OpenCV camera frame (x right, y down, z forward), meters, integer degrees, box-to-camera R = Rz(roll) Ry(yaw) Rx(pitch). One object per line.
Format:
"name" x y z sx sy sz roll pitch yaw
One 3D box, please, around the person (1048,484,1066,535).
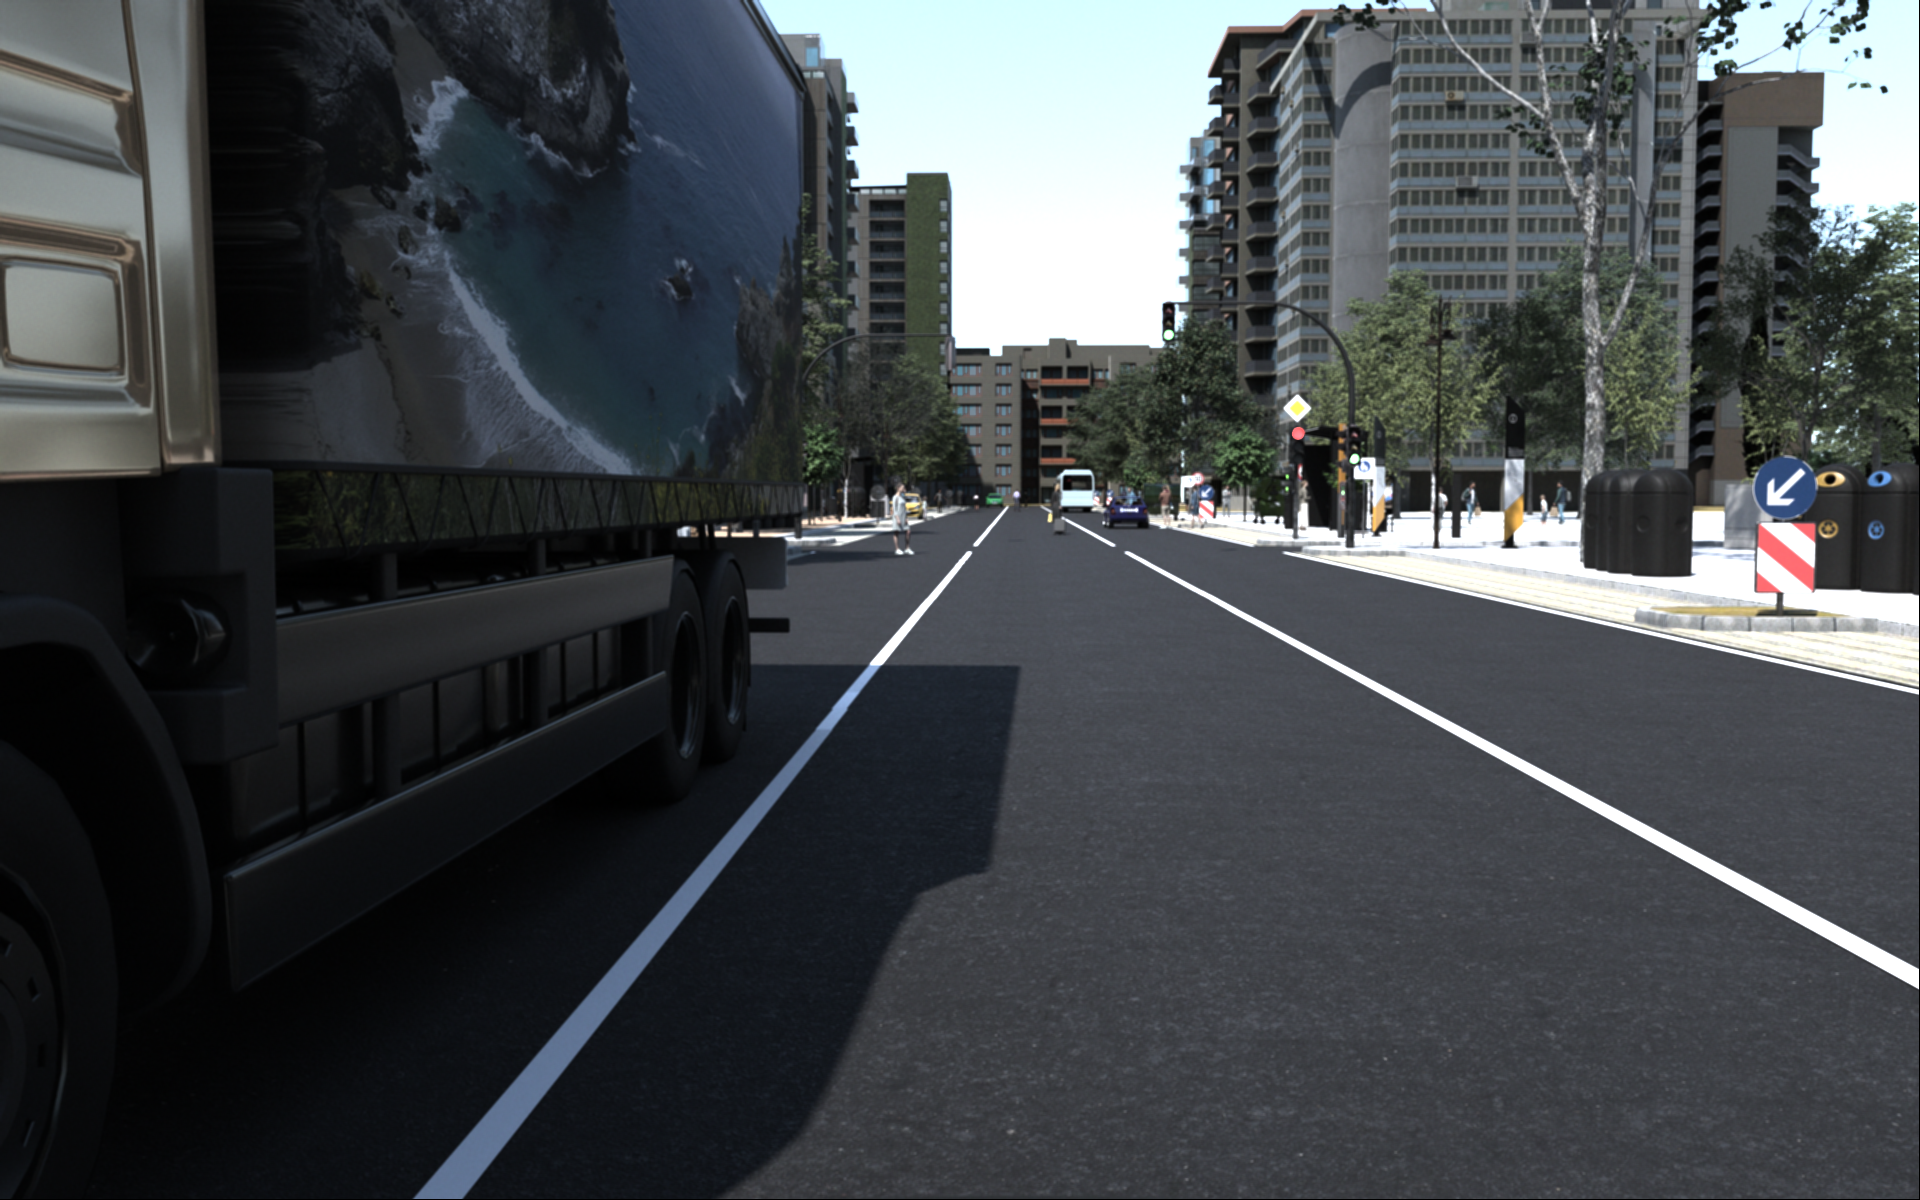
"person" 3.438 -3.229 61.506 0.699 1.804 1.509 0 4 7

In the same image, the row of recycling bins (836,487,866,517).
"row of recycling bins" -6.218 -5.645 99.413 1.069 1.692 3.534 -1 4 -21

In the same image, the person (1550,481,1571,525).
"person" 24.618 -3.976 71.037 0.794 1.824 0.713 -1 4 -19

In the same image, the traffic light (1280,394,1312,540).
"traffic light" 9.464 -3.665 48.842 0.839 4.253 0.868 0 4 2

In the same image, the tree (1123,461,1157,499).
"tree" 14.745 -9.633 141.219 4.285 4.588 4.351 0 3 0

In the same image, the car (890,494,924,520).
"car" -2.898 -5.321 97.224 2.015 1.641 3.980 0 4 3

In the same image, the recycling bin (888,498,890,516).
"recycling bin" -4.597 -5.518 102.780 0.722 1.027 0.722 1 4 20

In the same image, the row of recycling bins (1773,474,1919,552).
"row of recycling bins" 20.700 -2.065 40.871 3.534 1.692 1.069 0 4 -3

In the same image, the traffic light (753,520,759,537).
"traffic light" -4.858 -3.205 41.317 0.839 4.253 0.868 0 4 2

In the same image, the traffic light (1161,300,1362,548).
"traffic light" 7.102 -4.044 40.790 4.771 5.953 1.251 0 4 2

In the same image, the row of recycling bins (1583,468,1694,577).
"row of recycling bins" 11.018 -1.298 28.332 1.069 1.692 3.534 0 4 5

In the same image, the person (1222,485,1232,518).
"person" 14.233 -5.267 92.333 0.511 1.800 0.466 -1 4 -17

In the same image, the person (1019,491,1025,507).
"person" 6.410 -10.861 186.213 1.348 1.807 0.705 -2 4 -25

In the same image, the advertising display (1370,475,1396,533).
"advertising display" 14.177 -3.235 58.113 0.123 1.923 0.974 -3 4 -36

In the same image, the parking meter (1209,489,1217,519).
"parking meter" 13.095 -4.973 89.722 0.372 1.533 0.369 0 3 0

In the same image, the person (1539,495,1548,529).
"person" 21.141 -3.183 62.775 0.332 1.250 0.352 -1 4 -19

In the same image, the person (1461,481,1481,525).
"person" 21.207 -4.019 71.742 0.794 1.824 0.713 -1 4 -10

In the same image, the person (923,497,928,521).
"person" -1.865 -4.911 93.075 0.394 1.301 0.425 -2 4 -34

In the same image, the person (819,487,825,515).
"person" -8.397 -6.050 105.507 0.362 1.759 0.519 0 4 -1

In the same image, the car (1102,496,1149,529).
"car" 7.029 -3.720 73.410 1.945 1.354 3.894 0 4 1

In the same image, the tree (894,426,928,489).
"tree" -4.410 -12.607 156.480 4.737 8.622 4.395 0 3 0

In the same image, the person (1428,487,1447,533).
"person" 15.727 -2.955 56.952 0.503 1.515 0.523 -2 4 -30

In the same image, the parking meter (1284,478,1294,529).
"parking meter" 12.037 -3.514 63.169 0.399 1.863 0.255 -3 5 -39

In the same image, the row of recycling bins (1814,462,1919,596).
"row of recycling bins" 12.327 -0.922 22.186 1.069 1.692 3.534 -1 4 -18

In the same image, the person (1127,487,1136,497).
"person" 8.360 -4.634 84.605 0.444 1.785 0.601 -2 4 -34

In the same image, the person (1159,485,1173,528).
"person" 8.664 -3.930 72.726 0.573 1.828 0.580 1 4 18

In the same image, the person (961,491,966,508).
"person" 0.328 -9.911 171.471 0.541 1.710 0.530 2 4 30

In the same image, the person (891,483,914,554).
"person" -1.428 -1.944 41.284 0.522 1.701 0.512 2 4 33

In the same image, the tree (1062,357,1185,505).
"tree" 16.286 -15.585 161.467 9.857 13.997 8.962 0 3 0

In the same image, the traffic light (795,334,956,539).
"traffic light" -2.496 -4.562 49.262 4.771 5.953 1.251 0 4 2

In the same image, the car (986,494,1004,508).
"car" 3.712 -10.795 185.294 1.959 1.807 4.718 0 4 1

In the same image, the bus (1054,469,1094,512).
"bus" 9.164 -8.831 139.240 2.948 3.499 13.247 0 4 1

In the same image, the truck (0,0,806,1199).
"truck" -2.530 -1.046 6.016 2.839 4.237 11.283 0 4 3

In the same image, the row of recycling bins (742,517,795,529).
"row of recycling bins" -7.184 -3.512 64.527 1.069 1.692 3.534 1 4 23

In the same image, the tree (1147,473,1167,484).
"tree" 14.675 -8.219 128.986 1.663 3.219 1.824 0 3 0

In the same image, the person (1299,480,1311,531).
"person" 12.026 -3.286 60.317 0.362 1.759 0.519 -1 4 -13

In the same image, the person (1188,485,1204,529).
"person" 9.656 -3.813 70.874 0.654 1.822 0.581 2 4 33

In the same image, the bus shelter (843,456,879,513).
"bus shelter" -6.264 -7.248 109.780 1.731 3.624 6.357 0 4 2

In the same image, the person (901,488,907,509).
"person" -2.485 -3.843 71.357 0.620 1.820 0.660 1 4 16

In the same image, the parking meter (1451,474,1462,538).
"parking meter" 14.496 -2.743 50.560 0.255 1.863 0.399 1 4 15

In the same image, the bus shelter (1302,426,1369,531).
"bus shelter" 13.356 -4.366 62.661 1.731 3.624 6.357 0 4 2

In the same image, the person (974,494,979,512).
"person" 1.367 -7.989 142.308 0.628 1.438 0.799 -3 5 -41
